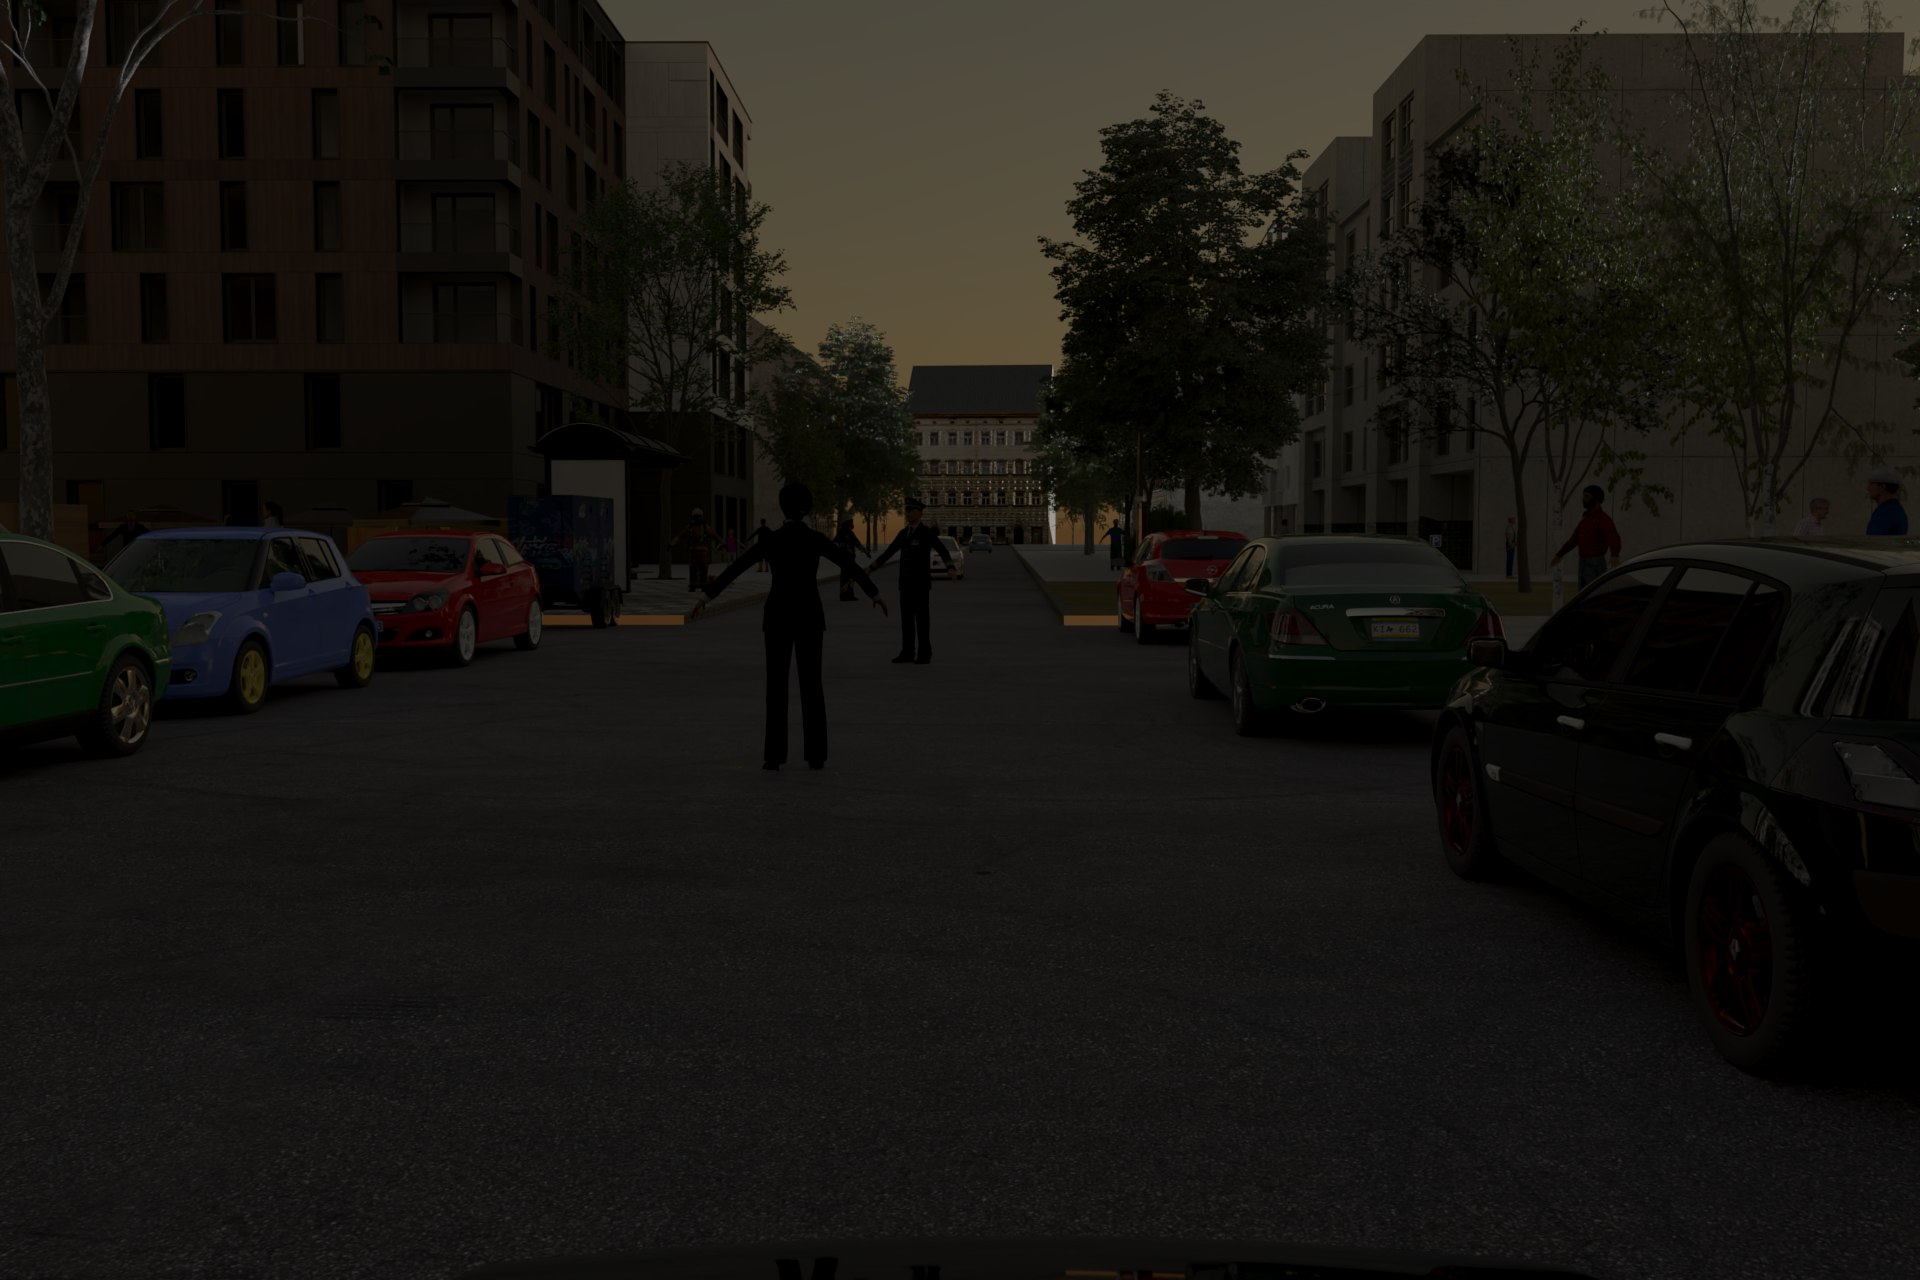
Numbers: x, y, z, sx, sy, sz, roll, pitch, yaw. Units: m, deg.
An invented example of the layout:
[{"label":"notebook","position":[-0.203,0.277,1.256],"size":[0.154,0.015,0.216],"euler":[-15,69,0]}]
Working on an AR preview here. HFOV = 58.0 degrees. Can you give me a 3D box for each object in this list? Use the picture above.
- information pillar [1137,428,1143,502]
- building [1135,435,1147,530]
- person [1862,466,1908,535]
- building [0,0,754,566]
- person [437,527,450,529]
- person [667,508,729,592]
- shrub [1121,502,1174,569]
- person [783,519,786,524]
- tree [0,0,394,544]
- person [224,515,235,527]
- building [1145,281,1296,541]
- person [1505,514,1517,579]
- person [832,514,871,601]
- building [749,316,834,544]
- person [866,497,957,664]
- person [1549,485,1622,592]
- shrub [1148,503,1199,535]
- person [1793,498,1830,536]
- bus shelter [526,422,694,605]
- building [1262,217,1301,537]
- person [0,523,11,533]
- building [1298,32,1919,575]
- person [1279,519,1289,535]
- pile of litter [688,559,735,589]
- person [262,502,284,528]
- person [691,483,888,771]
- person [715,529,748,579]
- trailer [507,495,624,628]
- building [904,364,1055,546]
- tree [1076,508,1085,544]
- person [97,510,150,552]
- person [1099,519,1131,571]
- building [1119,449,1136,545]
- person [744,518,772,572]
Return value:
[{"label":"information pillar","position":[3.997,-2.882,38.481],"size":[0.183,3.616,0.504],"euler":[0,4,-1]},{"label":"building","position":[27.186,-20.666,168.814],"size":[19.493,23.208,18.063],"euler":[0,4,1]},{"label":"person","position":[7.586,-0.515,14.308],"size":[0.705,1.842,1.347],"euler":[3,5,40]},{"label":"building","position":[-24.381,-13.835,70.171],"size":[27.936,21.610,32.646],"euler":[0,4,1]},{"label":"person","position":[-12.371,-2.125,41.212],"size":[0.721,1.772,1.216],"euler":[2,4,27]},{"label":"person","position":[-5.792,-1.987,38.260],"size":[1.354,1.858,0.705],"euler":[0,4,-5]},{"label":"shrub","position":[4.853,-2.365,42.703],"size":[1.661,2.075,1.752],"euler":[0,3,0]},{"label":"person","position":[-6.110,-3.329,60.696],"size":[1.348,1.796,0.705],"euler":[0,4,5]},{"label":"tree","position":[-11.018,-10.076,20.639],"size":[12.611,20.169,13.585],"euler":[0,3,0]},{"label":"person","position":[-20.233,-2.558,47.953],"size":[1.348,1.813,0.705],"euler":[-3,5,-42]},{"label":"building","position":[26.148,-19.493,149.634],"size":[19.493,23.208,18.063],"euler":[0,4,1]},{"label":"person","position":[15.816,-2.678,49.649],"size":[0.705,1.847,1.347],"euler":[1,4,23]},{"label":"person","position":[-2.382,-1.761,37.035],"size":[0.705,1.856,1.354],"euler":[2,4,34]},{"label":"building","position":[-22.081,-20.233,161.738],"size":[19.493,23.208,18.063],"euler":[0,4,2]},{"label":"person","position":[-0.522,-0.661,19.200],"size":[1.347,1.837,0.705],"euler":[3,5,39]},{"label":"person","position":[6.868,-0.782,18.901],"size":[0.704,1.816,1.345],"euler":[-1,4,-9]},{"label":"shrub","position":[4.895,-2.196,40.317],"size":[1.690,2.028,1.600],"euler":[0,3,0]},{"label":"person","position":[10.078,-0.821,20.413],"size":[0.756,1.711,0.436],"euler":[-2,4,-32]},{"label":"bus shelter","position":[-6.716,-2.449,33.968],"size":[2.014,3.302,5.546],"euler":[0,4,2]},{"label":"building","position":[23.592,-15.165,104.376],"size":[16.016,20.090,11.380],"euler":[0,4,2]},{"label":"person","position":[-10.589,-0.757,18.845],"size":[0.721,1.778,1.216],"euler":[2,4,35]},{"label":"building","position":[24.960,-12.449,69.994],"size":[16.747,18.905,31.486],"euler":[0,4,1]},{"label":"person","position":[11.608,-3.398,61.752],"size":[0.705,1.806,1.347],"euler":[2,4,31]},{"label":"pile of litter","position":[-5.948,-1.667,41.226],"size":[1.176,0.858,1.719],"euler":[0,4,2]},{"label":"person","position":[-9.633,-1.052,24.033],"size":[0.721,1.735,1.217],"euler":[0,4,2]},{"label":"person","position":[-1.026,-0.085,10.575],"size":[1.216,1.740,0.721],"euler":[-1,4,-16]},{"label":"person","position":[-6.488,-2.444,49.231],"size":[0.991,1.433,0.599],"euler":[-1,4,-23]},{"label":"trailer","position":[-6.075,-1.154,25.912],"size":[1.471,1.999,3.904],"euler":[0,4,1]},{"label":"building","position":[2.922,-23.870,223.664],"size":[18.063,23.208,19.493],"euler":[0,4,5]},{"label":"tree","position":[16.422,-16.743,224.103],"size":[4.360,8.622,3.978],"euler":[0,3,0]},{"label":"person","position":[-17.965,-1.918,37.586],"size":[1.346,1.802,0.704],"euler":[-1,4,-21]},{"label":"person","position":[5.482,-3.340,60.736],"size":[1.347,1.817,0.704],"euler":[2,4,27]},{"label":"building","position":[27.740,-22.123,192.638],"size":[19.493,23.208,18.063],"euler":[0,4,1]},{"label":"person","position":[-6.638,-3.191,58.308],"size":[1.346,1.812,0.704],"euler":[-2,4,-35]}]
